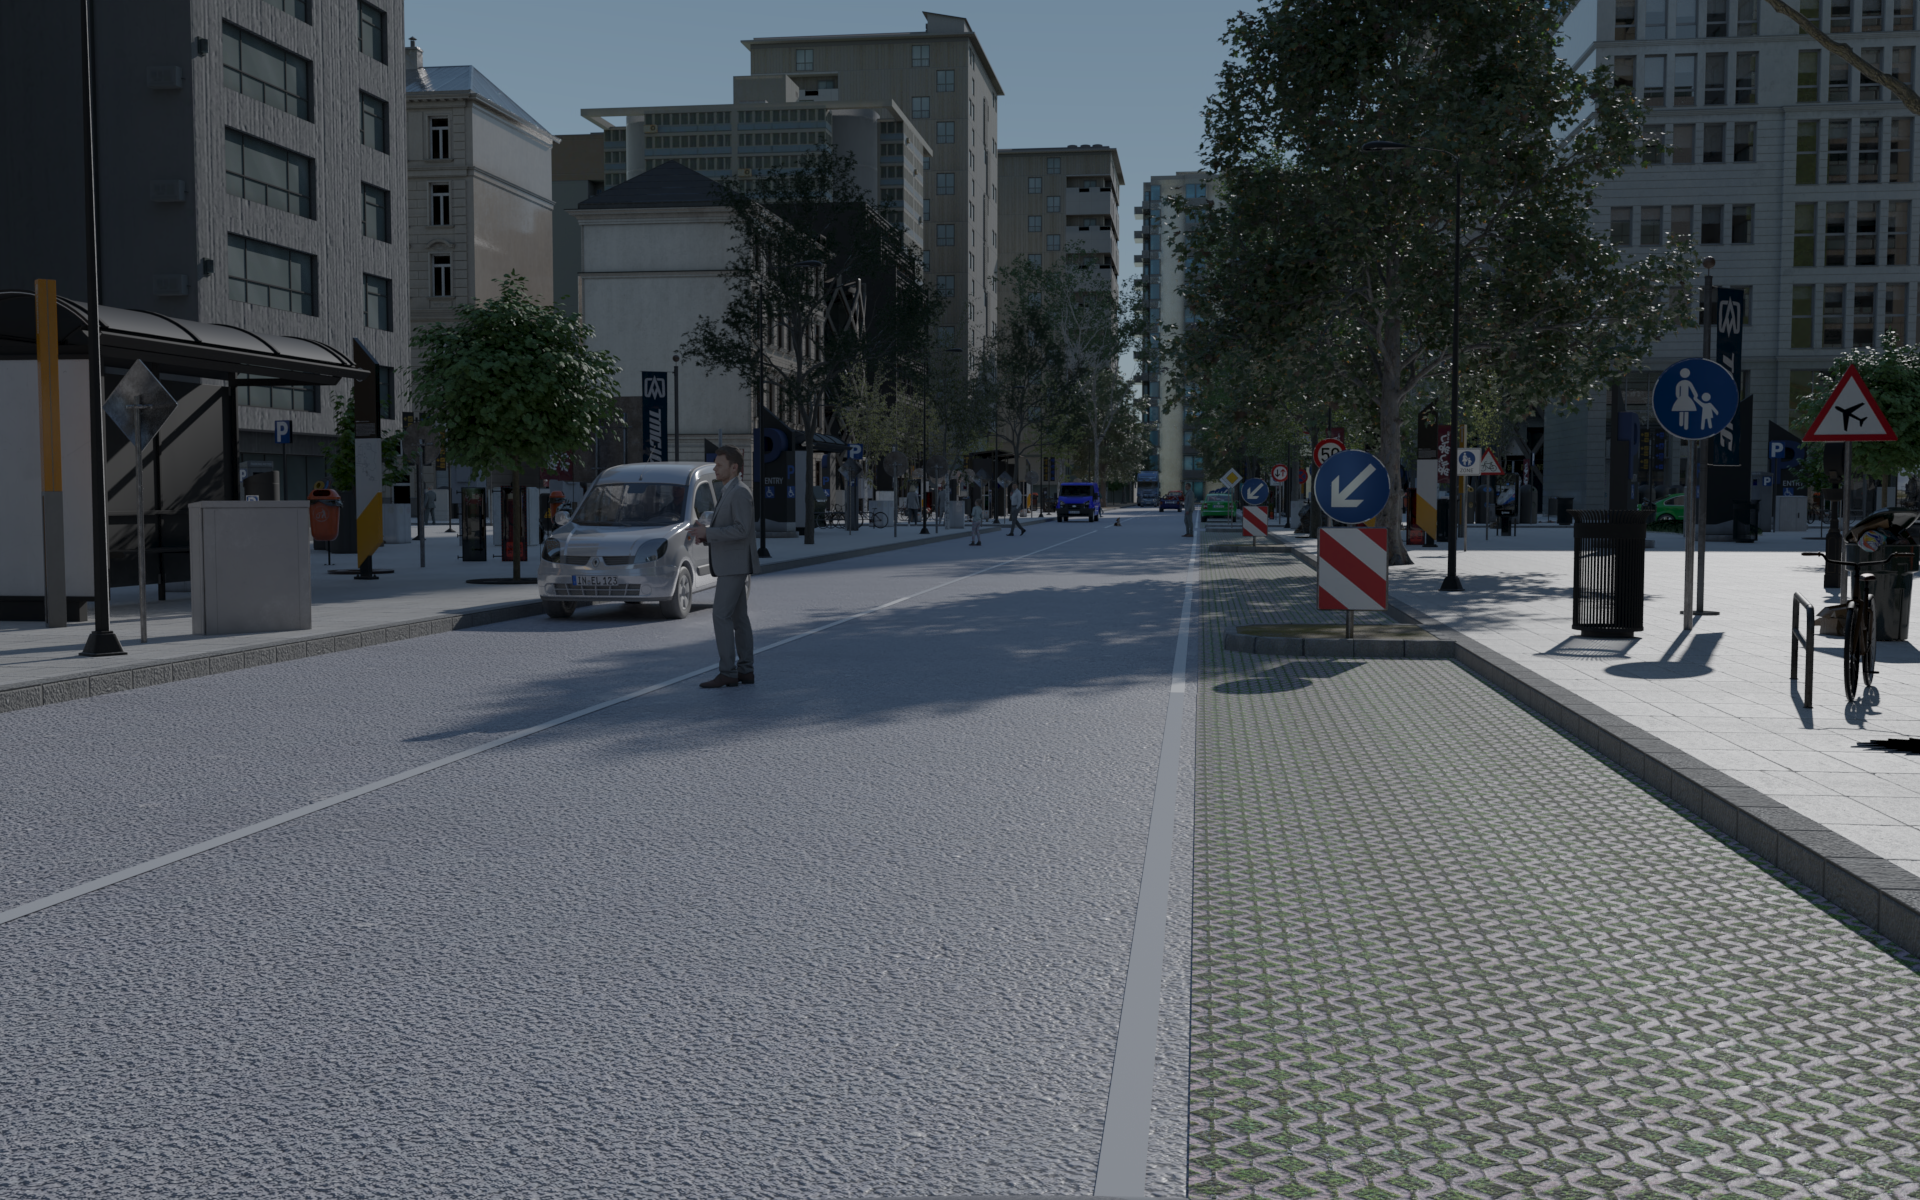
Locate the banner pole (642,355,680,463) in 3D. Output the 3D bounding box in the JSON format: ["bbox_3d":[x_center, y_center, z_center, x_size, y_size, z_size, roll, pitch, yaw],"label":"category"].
[{"bbox_3d":[-5.316,-2.515,31.145,0.863,3.779,0.401,-2,4,-23],"label":"banner pole"}]

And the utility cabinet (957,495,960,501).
[{"bbox_3d":[-0.548,-7.771,138.217,1.020,1.237,0.306,0,4,3],"label":"utility cabinet"}]

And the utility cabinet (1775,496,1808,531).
[{"bbox_3d":[28.575,-2.959,59.545,1.020,1.237,0.306,0,4,-7],"label":"utility cabinet"}]

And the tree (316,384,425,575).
[{"bbox_3d":[-9.740,-2.033,27.837,1.663,3.219,1.824,0,3,0],"label":"tree"}]

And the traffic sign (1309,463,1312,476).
[{"bbox_3d":[13.334,-3.927,64.308,0.768,2.556,0.104,1,4,14],"label":"traffic sign"}]

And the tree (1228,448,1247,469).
[{"bbox_3d":[27.138,-13.410,169.622,4.737,8.622,4.395,0,3,0],"label":"tree"}]

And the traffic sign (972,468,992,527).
[{"bbox_3d":[0.835,-3.865,66.831,0.795,2.450,0.064,0,4,8],"label":"traffic sign"}]

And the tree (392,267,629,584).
[{"bbox_3d":[-6.552,-2.533,25.125,4.285,4.588,4.351,0,3,0],"label":"tree"}]

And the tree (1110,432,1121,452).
[{"bbox_3d":[15.554,-14.380,185.472,4.737,8.622,4.395,0,3,0],"label":"tree"}]

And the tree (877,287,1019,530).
[{"bbox_3d":[-0.222,-6.850,62.355,4.360,8.622,3.978,0,3,0],"label":"tree"}]

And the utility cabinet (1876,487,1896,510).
[{"bbox_3d":[29.577,-2.810,54.616,1.173,1.500,0.318,3,4,37],"label":"utility cabinet"}]

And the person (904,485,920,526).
[{"bbox_3d":[-2.045,-3.888,72.249,0.709,1.800,0.728,1,4,23],"label":"person"}]

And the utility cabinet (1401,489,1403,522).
[{"bbox_3d":[19.740,-4.249,78.157,0.318,1.500,1.173,0,4,7],"label":"utility cabinet"}]

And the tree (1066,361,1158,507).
[{"bbox_3d":[13.839,-15.844,165.702,9.857,13.997,8.962,0,3,0],"label":"tree"}]

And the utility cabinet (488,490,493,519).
[{"bbox_3d":[-22.935,-4.740,86.174,1.173,1.500,0.318,2,4,33],"label":"utility cabinet"}]

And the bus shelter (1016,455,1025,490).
[{"bbox_3d":[2.697,-6.868,103.576,1.731,3.624,6.357,0,4,8],"label":"bus shelter"}]

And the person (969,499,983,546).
[{"bbox_3d":[0.434,-2.158,48.055,0.394,1.301,0.425,2,4,28],"label":"person"}]

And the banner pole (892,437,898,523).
[{"bbox_3d":[-2.859,-5.277,76.291,0.401,3.779,0.863,-1,4,-20],"label":"banner pole"}]

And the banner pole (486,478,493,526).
[{"bbox_3d":[-19.058,-4.865,69.552,0.863,3.779,0.401,1,4,18],"label":"banner pole"}]

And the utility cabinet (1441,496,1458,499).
[{"bbox_3d":[18.061,-3.232,64.004,0.306,1.237,1.020,0,4,-4],"label":"utility cabinet"}]

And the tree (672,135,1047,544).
[{"bbox_3d":[-3.631,-6.719,44.265,8.767,10.594,7.601,3,4,37],"label":"tree"}]

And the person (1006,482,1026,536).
[{"bbox_3d":[1.906,-3.105,59.363,0.850,1.850,0.679,-2,4,-29],"label":"person"}]

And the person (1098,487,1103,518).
[{"bbox_3d":[8.157,-5.782,103.023,0.713,1.824,0.794,-2,4,-31],"label":"person"}]

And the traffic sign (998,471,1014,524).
[{"bbox_3d":[1.933,-4.349,74.740,0.795,2.450,0.064,0,4,8],"label":"traffic sign"}]

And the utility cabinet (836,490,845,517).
[{"bbox_3d":[-6.852,-5.378,96.613,1.173,1.500,0.318,3,5,45],"label":"utility cabinet"}]

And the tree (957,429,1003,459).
[{"bbox_3d":[1.309,-11.707,141.764,4.737,8.622,4.395,0,3,0],"label":"tree"}]

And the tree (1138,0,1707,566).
[{"bbox_3d":[7.900,-6.989,31.279,9.611,12.733,9.660,0,3,0],"label":"tree"}]

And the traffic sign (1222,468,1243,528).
[{"bbox_3d":[10.287,-3.784,65.504,0.795,2.450,0.064,0,4,8],"label":"traffic sign"}]

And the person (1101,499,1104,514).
[{"bbox_3d":[10.134,-7.098,125.227,0.598,1.740,0.731,2,4,27],"label":"person"}]

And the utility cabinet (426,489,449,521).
[{"bbox_3d":[-24.893,-4.524,82.653,1.173,1.500,0.318,1,4,19],"label":"utility cabinet"}]

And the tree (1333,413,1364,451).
[{"bbox_3d":[30.471,-11.623,140.395,4.737,8.622,4.395,0,3,0],"label":"tree"}]

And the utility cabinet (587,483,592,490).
[{"bbox_3d":[-6.826,-1.580,34.516,1.173,1.500,0.318,1,4,17],"label":"utility cabinet"}]

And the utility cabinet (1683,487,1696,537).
[{"bbox_3d":[21.722,-2.554,50.442,1.173,1.500,0.318,1,4,22],"label":"utility cabinet"}]

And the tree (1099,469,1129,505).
[{"bbox_3d":[17.500,-13.091,197.756,4.285,4.588,4.351,0,3,0],"label":"tree"}]

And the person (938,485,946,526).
[{"bbox_3d":[-0.640,-3.720,69.448,0.709,1.813,0.853,1,4,12],"label":"person"}]

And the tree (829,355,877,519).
[{"bbox_3d":[-4.698,-8.575,90.570,4.360,8.622,3.978,0,3,0],"label":"tree"}]

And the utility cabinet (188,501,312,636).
[{"bbox_3d":[-6.593,-0.302,16.106,0.306,1.237,1.020,3,5,43],"label":"utility cabinet"}]

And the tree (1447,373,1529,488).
[{"bbox_3d":[25.136,-8.002,81.202,4.360,8.622,3.978,0,3,0],"label":"tree"}]

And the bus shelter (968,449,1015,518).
[{"bbox_3d":[1.660,-6.303,94.340,1.731,3.624,6.357,0,4,8],"label":"bus shelter"}]

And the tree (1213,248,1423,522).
[{"bbox_3d":[12.262,-8.609,58.880,7.486,12.596,7.792,0,3,0],"label":"tree"}]

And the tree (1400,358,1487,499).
[{"bbox_3d":[25.068,-8.527,89.773,4.737,8.622,4.395,0,3,0],"label":"tree"}]

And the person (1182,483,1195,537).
[{"bbox_3d":[7.656,-3.014,57.874,0.391,1.810,0.635,0,4,-5],"label":"person"}]

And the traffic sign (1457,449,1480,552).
[{"bbox_3d":[11.249,-2.225,38.503,0.606,2.300,0.079,1,4,10],"label":"traffic sign"}]

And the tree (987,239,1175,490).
[{"bbox_3d":[8.691,-16.560,126.649,12.611,20.169,13.585,0,3,0],"label":"tree"}]

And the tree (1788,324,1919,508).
[{"bbox_3d":[17.994,-3.060,33.744,4.285,4.588,4.351,0,3,0],"label":"tree"}]

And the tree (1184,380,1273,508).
[{"bbox_3d":[25.477,-15.475,159.666,9.857,13.997,8.962,0,3,0],"label":"tree"}]

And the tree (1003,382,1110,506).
[{"bbox_3d":[6.167,-9.792,110.461,4.737,8.622,4.395,0,3,0],"label":"tree"}]

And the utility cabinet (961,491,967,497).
[{"bbox_3d":[0.651,-7.774,135.783,1.173,1.500,0.318,1,4,9],"label":"utility cabinet"}]

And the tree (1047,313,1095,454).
[{"bbox_3d":[2.793,-9.015,81.802,7.601,10.594,8.767,1,4,17],"label":"tree"}]

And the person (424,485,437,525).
[{"bbox_3d":[-22.160,-3.887,72.226,0.590,1.801,0.661,2,4,29],"label":"person"}]

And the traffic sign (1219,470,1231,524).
[{"bbox_3d":[11.384,-4.267,73.414,0.795,2.450,0.064,0,4,8],"label":"traffic sign"}]

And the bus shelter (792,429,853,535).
[{"bbox_3d":[-4.988,-3.804,56.126,2.014,3.302,5.546,0,4,8],"label":"bus shelter"}]

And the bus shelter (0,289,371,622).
[{"bbox_3d":[-9.002,-1.587,19.878,2.014,3.302,5.546,0,4,8],"label":"bus shelter"}]

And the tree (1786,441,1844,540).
[{"bbox_3d":[24.255,-3.325,48.967,1.663,3.219,1.824,0,3,0],"label":"tree"}]

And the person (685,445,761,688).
[{"bbox_3d":[-1.796,-0.262,12.981,0.583,1.804,0.606,-1,4,-21],"label":"person"}]

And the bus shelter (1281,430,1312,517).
[{"bbox_3d":[19.258,-7.434,99.173,2.179,5.291,8.768,0,4,8],"label":"bus shelter"}]

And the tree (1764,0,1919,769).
[{"bbox_3d":[4.946,-5.044,8.220,9.928,11.665,9.643,0,3,0],"label":"tree"}]

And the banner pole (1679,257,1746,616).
[{"bbox_3d":[8.089,-1.742,18.491,0.863,3.779,0.401,-2,4,-32],"label":"banner pole"}]
